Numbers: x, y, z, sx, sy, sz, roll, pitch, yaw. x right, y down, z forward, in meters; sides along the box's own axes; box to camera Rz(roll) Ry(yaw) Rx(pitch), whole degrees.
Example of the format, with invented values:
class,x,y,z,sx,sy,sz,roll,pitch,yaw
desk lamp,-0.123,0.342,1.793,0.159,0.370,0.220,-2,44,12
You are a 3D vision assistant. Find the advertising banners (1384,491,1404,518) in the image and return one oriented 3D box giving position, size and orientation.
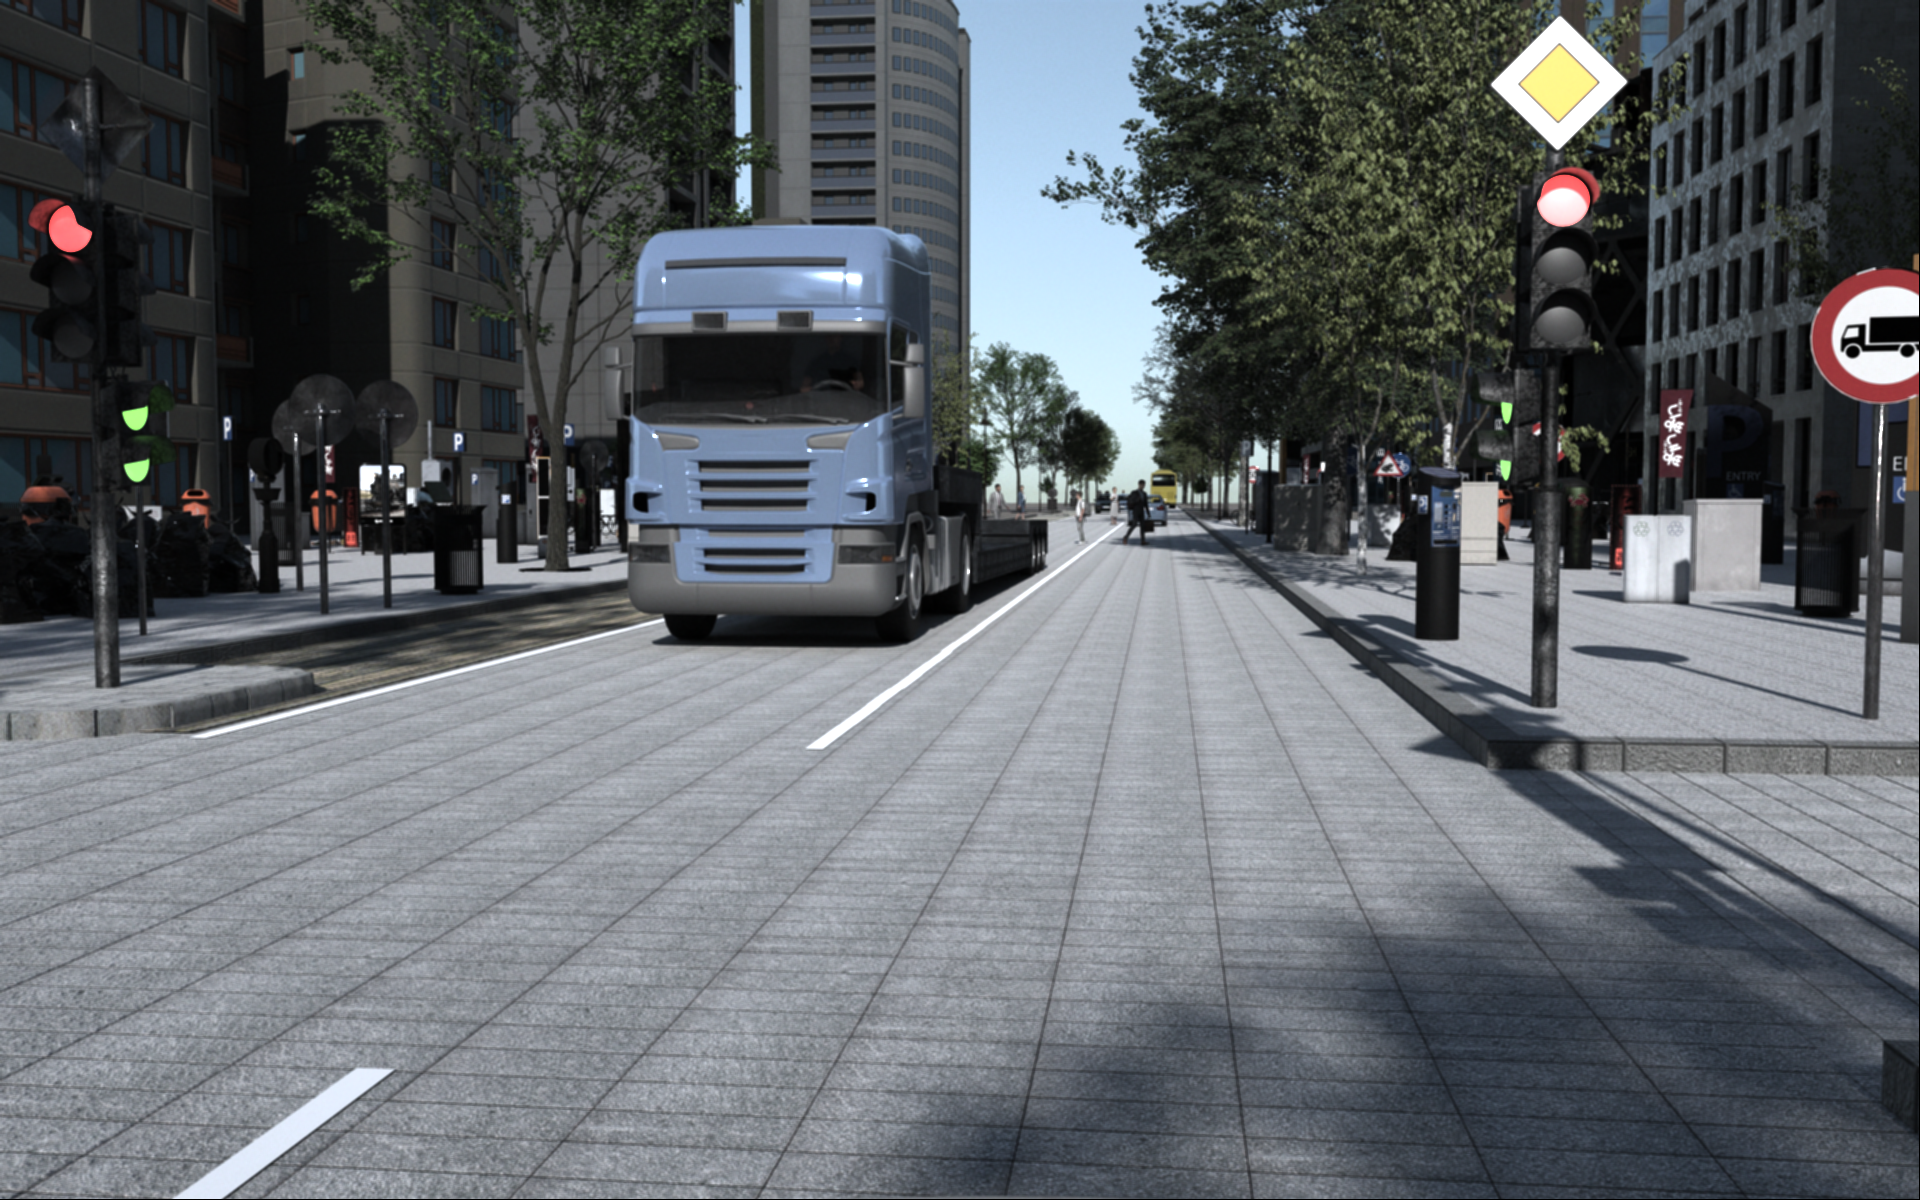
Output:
class,x,y,z,sx,sy,sz,roll,pitch,yaw
advertising banners,21.257,-5.282,82.542,2.074,3.025,0.090,1,4,23

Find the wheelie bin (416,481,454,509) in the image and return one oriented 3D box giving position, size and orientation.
class,x,y,z,sx,sy,sz,roll,pitch,yaw
wheelie bin,-13.032,-2.139,42.889,0.693,1.594,0.980,2,4,29

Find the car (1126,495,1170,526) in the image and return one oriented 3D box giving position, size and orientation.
class,x,y,z,sx,sy,sz,roll,pitch,yaw
car,8.481,-4.050,78.214,2.014,1.417,4.499,0,4,7

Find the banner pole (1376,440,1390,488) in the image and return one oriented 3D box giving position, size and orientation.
class,x,y,z,sx,sy,sz,roll,pitch,yaw
banner pole,19.452,-5.477,79.569,0.863,3.779,0.401,-1,4,-18

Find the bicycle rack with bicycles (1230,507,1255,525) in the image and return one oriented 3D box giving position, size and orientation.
class,x,y,z,sx,sy,sz,roll,pitch,yaw
bicycle rack with bicycles,12.556,-3.572,71.778,2.925,0.926,2.852,2,4,31

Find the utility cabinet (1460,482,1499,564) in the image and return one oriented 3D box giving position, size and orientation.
class,x,y,z,sx,sy,sz,roll,pitch,yaw
utility cabinet,9.129,-1.388,31.371,1.173,1.500,0.318,1,4,17

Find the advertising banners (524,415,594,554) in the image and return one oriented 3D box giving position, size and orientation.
class,x,y,z,sx,sy,sz,roll,pitch,yaw
advertising banners,-8.733,-2.542,37.748,2.074,3.025,0.090,3,4,37

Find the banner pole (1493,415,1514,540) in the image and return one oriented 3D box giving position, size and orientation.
class,x,y,z,sx,sy,sz,roll,pitch,yaw
banner pole,15.115,-3.561,48.238,0.863,3.779,0.401,-2,4,-33

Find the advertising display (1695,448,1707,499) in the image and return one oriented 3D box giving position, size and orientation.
class,x,y,z,sx,sy,sz,roll,pitch,yaw
advertising display,10.435,-1.175,24.433,0.123,1.923,0.974,1,4,22

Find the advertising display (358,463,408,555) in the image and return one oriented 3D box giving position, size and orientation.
class,x,y,z,sx,sy,sz,roll,pitch,yaw
advertising display,-12.166,-1.915,36.517,0.974,1.923,0.123,-1,4,-9

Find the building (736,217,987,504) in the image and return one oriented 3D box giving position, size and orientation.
class,x,y,z,sx,sy,sz,roll,pitch,yaw
building,-13.245,-32.677,226.148,32.217,40.220,23.993,0,4,7

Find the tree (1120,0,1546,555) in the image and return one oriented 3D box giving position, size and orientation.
class,x,y,z,sx,sy,sz,roll,pitch,yaw
tree,7.861,-7.928,36.283,9.857,13.997,8.962,0,3,0

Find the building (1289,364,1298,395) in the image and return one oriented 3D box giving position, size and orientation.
class,x,y,z,sx,sy,sz,roll,pitch,yaw
building,51.375,-28.249,233.570,14.160,30.474,14.107,0,4,7

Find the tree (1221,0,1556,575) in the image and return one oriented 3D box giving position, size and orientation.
class,x,y,z,sx,sy,sz,roll,pitch,yaw
tree,6.234,-4.682,26.906,4.737,8.622,4.395,0,3,0

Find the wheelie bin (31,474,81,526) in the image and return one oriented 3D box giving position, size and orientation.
class,x,y,z,sx,sy,sz,roll,pitch,yaw
wheelie bin,-14.686,-1.232,28.047,0.693,1.594,0.980,0,4,4

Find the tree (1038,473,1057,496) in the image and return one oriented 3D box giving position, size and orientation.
class,x,y,z,sx,sy,sz,roll,pitch,yaw
tree,7.695,-9.775,154.427,1.663,3.219,1.824,0,3,0

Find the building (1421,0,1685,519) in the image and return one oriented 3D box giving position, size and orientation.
class,x,y,z,sx,sy,sz,roll,pitch,yaw
building,36.909,-27.966,107.351,14.600,45.320,14.200,0,4,7

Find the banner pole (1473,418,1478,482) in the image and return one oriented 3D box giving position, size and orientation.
class,x,y,z,sx,sy,sz,roll,pitch,yaw
banner pole,16.968,-4.103,57.107,0.401,3.779,0.863,1,4,17

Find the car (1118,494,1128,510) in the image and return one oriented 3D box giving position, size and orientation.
class,x,y,z,sx,sy,sz,roll,pitch,yaw
car,12.713,-7.554,135.517,2.014,1.417,4.499,0,4,7

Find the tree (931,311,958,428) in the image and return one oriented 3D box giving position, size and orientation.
class,x,y,z,sx,sy,sz,roll,pitch,yaw
tree,-2.224,-7.041,65.475,4.360,8.622,3.978,0,3,0

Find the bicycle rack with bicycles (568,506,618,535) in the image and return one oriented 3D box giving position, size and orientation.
class,x,y,z,sx,sy,sz,roll,pitch,yaw
bicycle rack with bicycles,-11.663,-2.490,54.102,2.925,0.926,2.852,3,5,41

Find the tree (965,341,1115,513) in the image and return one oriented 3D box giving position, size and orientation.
class,x,y,z,sx,sy,sz,roll,pitch,yaw
tree,3.890,-11.764,118.090,9.928,11.665,9.643,0,3,0

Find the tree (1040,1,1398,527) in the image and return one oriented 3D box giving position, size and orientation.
class,x,y,z,sx,sy,sz,roll,pitch,yaw
tree,9.914,-12.971,67.966,12.611,20.169,13.585,0,3,0

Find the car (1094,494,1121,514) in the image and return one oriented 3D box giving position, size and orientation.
class,x,y,z,sx,sy,sz,roll,pitch,yaw
car,10.912,-7.229,127.980,2.009,1.686,4.222,0,4,8

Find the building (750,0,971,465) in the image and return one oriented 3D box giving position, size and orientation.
class,x,y,z,sx,sy,sz,roll,pitch,yaw
building,-10.818,-40.188,199.073,21.231,58.520,28.212,0,4,7

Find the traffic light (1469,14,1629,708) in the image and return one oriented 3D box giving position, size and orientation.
class,x,y,z,sx,sy,sz,roll,pitch,yaw
traffic light,3.504,-1.310,10.335,0.839,4.253,0.868,0,4,7

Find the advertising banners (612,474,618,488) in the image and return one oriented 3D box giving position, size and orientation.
class,x,y,z,sx,sy,sz,roll,pitch,yaw
advertising banners,-16.647,-5.127,80.012,2.074,3.025,0.090,-2,4,-24

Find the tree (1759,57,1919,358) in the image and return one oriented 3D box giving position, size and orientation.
class,x,y,z,sx,sy,sz,roll,pitch,yaw
tree,15.465,-4.743,27.904,4.737,8.622,4.395,0,3,0

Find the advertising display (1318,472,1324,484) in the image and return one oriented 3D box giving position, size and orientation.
class,x,y,z,sx,sy,sz,roll,pitch,yaw
advertising display,10.447,-2.746,50.112,0.123,1.923,0.974,0,4,6

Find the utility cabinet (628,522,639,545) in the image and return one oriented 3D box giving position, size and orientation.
class,x,y,z,sx,sy,sz,roll,pitch,yaw
utility cabinet,-5.683,-1.434,32.128,0.318,1.500,1.173,2,4,28

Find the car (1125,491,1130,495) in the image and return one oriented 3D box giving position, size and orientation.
class,x,y,z,sx,sy,sz,roll,pitch,yaw
car,15.207,-9.166,159.650,2.009,1.686,4.222,0,4,7

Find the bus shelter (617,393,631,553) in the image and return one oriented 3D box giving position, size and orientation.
class,x,y,z,sx,sy,sz,roll,pitch,yaw
bus shelter,-6.296,-3.022,40.697,1.731,3.624,6.357,0,4,7

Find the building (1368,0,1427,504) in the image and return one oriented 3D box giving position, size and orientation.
class,x,y,z,sx,sy,sz,roll,pitch,yaw
building,43.204,-28.984,128.521,22.147,44.769,28.867,0,4,7

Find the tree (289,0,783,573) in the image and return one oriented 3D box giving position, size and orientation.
class,x,y,z,sx,sy,sz,roll,pitch,yaw
tree,-6.764,-6.273,28.322,9.928,11.665,9.643,0,3,0

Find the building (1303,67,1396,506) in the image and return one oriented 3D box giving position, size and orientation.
class,x,y,z,sx,sy,sz,roll,pitch,yaw
building,50.417,-34.803,192.733,21.300,48.544,21.600,0,4,7

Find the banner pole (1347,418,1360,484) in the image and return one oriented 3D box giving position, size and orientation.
class,x,y,z,sx,sy,sz,roll,pitch,yaw
banner pole,11.330,-3.692,50.385,0.863,3.779,0.401,-1,4,-12

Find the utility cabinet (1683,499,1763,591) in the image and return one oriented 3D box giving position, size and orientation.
class,x,y,z,sx,sy,sz,roll,pitch,yaw
utility cabinet,10.122,-0.726,23.024,1.020,1.237,0.306,-1,4,-13

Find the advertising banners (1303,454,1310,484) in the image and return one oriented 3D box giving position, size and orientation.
class,x,y,z,sx,sy,sz,roll,pitch,yaw
advertising banners,14.835,-4.912,76.492,0.090,3.025,2.074,-2,4,-24

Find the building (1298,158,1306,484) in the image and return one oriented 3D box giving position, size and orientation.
class,x,y,z,sx,sy,sz,roll,pitch,yaw
building,53.528,-36.109,214.077,21.300,48.544,21.600,0,4,7

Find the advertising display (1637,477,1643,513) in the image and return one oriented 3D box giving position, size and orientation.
class,x,y,z,sx,sy,sz,roll,pitch,yaw
advertising display,26.278,-3.737,66.305,0.123,1.923,0.974,-1,4,-18

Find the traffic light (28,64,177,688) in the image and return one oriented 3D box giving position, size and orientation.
class,x,y,z,sx,sy,sz,roll,pitch,yaw
traffic light,-5.647,-1.374,11.389,0.839,4.253,0.868,0,4,7

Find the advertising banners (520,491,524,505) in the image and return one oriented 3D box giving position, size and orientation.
class,x,y,z,sx,sy,sz,roll,pitch,yaw
advertising banners,-21.977,-5.437,85.084,2.074,3.025,0.090,0,4,-8

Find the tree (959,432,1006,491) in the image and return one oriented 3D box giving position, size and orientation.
class,x,y,z,sx,sy,sz,roll,pitch,yaw
tree,0.777,-6.588,91.425,4.285,4.588,4.351,0,3,0

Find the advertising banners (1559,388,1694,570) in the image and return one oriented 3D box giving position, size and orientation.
class,x,y,z,sx,sy,sz,roll,pitch,yaw
advertising banners,11.168,-2.013,29.094,2.074,3.025,0.090,2,4,26

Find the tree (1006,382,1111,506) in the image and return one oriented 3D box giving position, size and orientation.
class,x,y,z,sx,sy,sz,roll,pitch,yaw
tree,7.787,-12.824,144.085,8.767,10.594,7.601,-2,4,-29

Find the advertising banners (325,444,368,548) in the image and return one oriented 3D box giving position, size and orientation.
class,x,y,z,sx,sy,sz,roll,pitch,yaw
advertising banners,-14.537,-2.762,41.354,2.074,3.025,0.090,2,4,27

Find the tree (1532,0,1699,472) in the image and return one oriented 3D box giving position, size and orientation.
class,x,y,z,sx,sy,sz,roll,pitch,yaw
tree,5.464,-4.189,18.848,4.737,8.622,4.395,0,3,0

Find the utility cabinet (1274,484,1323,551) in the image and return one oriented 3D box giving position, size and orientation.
class,x,y,z,sx,sy,sz,roll,pitch,yaw
utility cabinet,7.599,-1.847,38.872,0.318,1.500,1.173,-3,5,-41

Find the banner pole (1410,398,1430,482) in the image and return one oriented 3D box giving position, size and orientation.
class,x,y,z,sx,sy,sz,roll,pitch,yaw
banner pole,11.348,-3.217,42.613,0.863,3.779,0.401,-3,4,-36

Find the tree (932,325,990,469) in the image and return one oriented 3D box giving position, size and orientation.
class,x,y,z,sx,sy,sz,roll,pitch,yaw
tree,-0.543,-7.600,74.630,4.737,8.622,4.395,0,3,0

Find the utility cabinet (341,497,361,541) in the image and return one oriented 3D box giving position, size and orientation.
class,x,y,z,sx,sy,sz,roll,pitch,yaw
utility cabinet,-16.699,-2.222,47.491,0.306,1.237,1.020,-2,4,-33
